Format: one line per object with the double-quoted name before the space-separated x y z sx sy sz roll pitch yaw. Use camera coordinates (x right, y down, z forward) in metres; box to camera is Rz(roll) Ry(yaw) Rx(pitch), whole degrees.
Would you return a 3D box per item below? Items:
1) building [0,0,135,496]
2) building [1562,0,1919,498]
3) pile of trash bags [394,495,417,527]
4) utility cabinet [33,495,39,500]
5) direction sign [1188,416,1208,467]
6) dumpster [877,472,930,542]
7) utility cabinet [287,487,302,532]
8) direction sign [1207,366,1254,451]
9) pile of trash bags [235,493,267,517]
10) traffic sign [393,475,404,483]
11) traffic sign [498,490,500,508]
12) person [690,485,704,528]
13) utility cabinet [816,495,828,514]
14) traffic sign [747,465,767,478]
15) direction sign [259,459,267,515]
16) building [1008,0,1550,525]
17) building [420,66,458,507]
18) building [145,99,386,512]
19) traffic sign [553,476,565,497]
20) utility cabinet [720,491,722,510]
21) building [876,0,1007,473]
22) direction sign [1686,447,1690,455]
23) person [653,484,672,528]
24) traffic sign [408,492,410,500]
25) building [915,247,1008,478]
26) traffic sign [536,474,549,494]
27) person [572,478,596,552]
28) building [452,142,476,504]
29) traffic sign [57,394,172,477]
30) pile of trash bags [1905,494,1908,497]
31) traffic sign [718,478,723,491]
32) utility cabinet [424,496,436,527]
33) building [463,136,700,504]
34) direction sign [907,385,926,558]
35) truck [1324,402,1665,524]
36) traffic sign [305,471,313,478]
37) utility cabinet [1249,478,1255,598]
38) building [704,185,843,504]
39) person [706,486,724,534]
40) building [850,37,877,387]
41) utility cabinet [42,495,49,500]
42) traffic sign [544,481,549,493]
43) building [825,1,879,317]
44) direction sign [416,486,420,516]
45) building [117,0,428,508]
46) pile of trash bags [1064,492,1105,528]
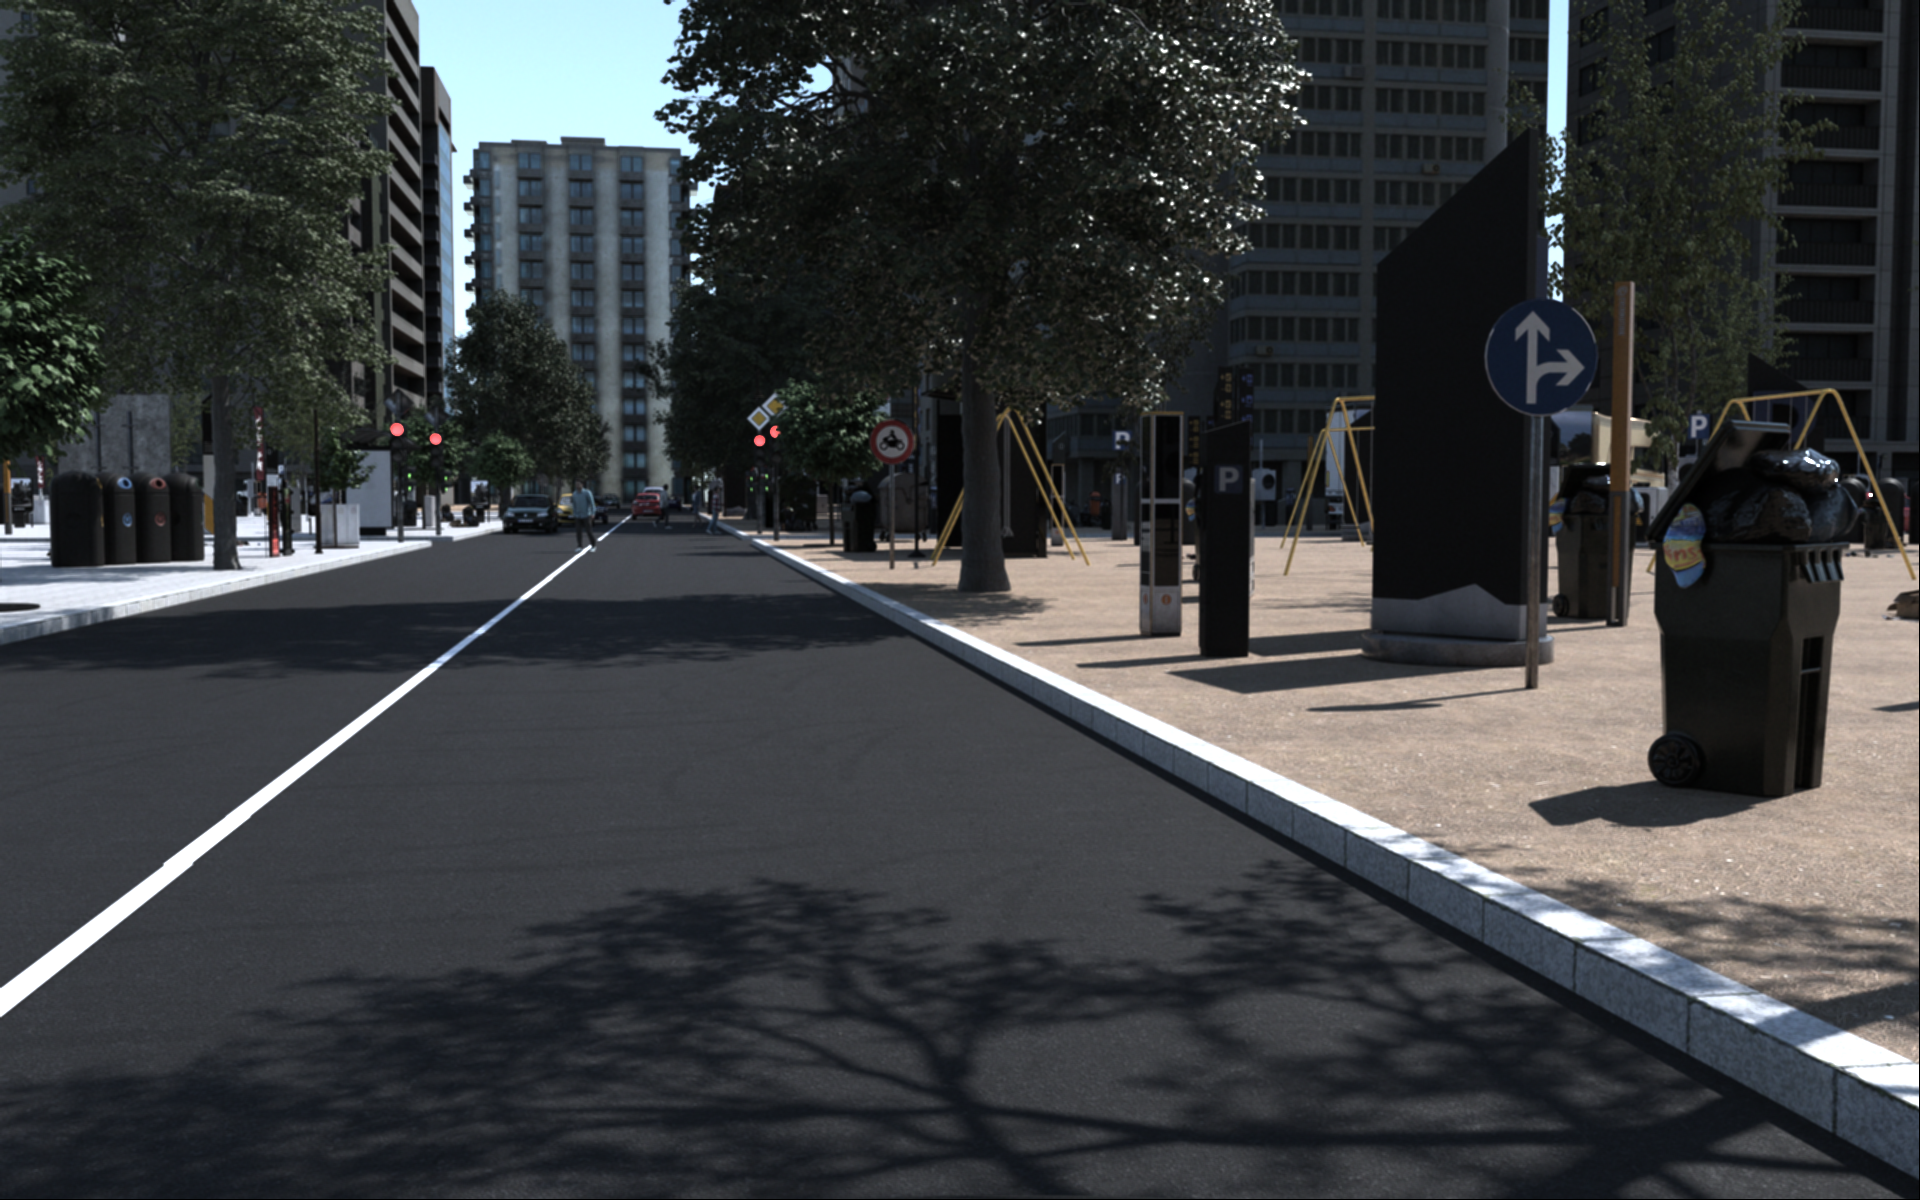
"building" -94.291 -38.278 167.845 28.212 58.520 21.231 -1 4 -10
"building" 46.068 -39.795 88.898 20.611 71.187 20.563 -1 4 -10
"pile of trash bags" -22.471 -3.593 68.493 1.912 1.369 3.447 -1 4 -14
"utility cabinet" -58.584 -6.003 109.308 0.306 1.237 1.020 1 4 20
"direction sign" 7.042 -3.561 50.226 0.876 3.537 0.379 1 4 10
"dumpster" -1.524 -2.529 47.110 1.264 1.857 1.865 -1 4 -10
"utility cabinet" -22.242 -3.009 57.872 0.318 1.500 1.173 -2 4 -28
"direction sign" 4.922 -2.384 30.970 0.876 3.537 0.379 -3 4 -37
"pile of trash bags" -41.282 -5.450 98.853 3.447 1.369 1.912 -3 5 -40
"traffic sign" -23.065 -4.294 71.393 0.795 2.450 0.064 0 4 -1
"traffic sign" -28.253 -6.484 106.125 0.768 2.556 0.104 0 4 -5
"person" -11.110 -3.960 73.273 0.654 1.822 0.581 -2 4 -26
"utility cabinet" -8.894 -6.028 109.721 1.020 1.237 0.306 -1 4 -23
"traffic sign" -6.721 -3.558 58.185 0.884 2.594 0.081 0 4 -3
"direction sign" -42.378 -6.955 105.718 0.876 3.537 0.379 1 4 15
"building" 15.725 -24.196 87.482 23.993 40.220 32.217 -1 4 -10
"building" -60.029 -32.274 177.789 14.200 45.320 14.600 -1 4 -10
"building" -51.939 -21.971 130.928 14.160 30.474 14.107 -1 4 -10
"traffic sign" -28.635 -7.562 123.649 0.884 2.594 0.081 0 4 -4
"utility cabinet" -17.366 -7.239 127.039 0.318 1.500 1.173 2 4 24
"building" -0.205 -28.261 145.660 14.154 41.232 14.086 -1 4 -10
"direction sign" 34.999 -5.588 83.354 0.379 3.537 0.876 1 4 15
"person" -12.382 -3.900 72.116 0.795 1.843 0.661 -2 4 -29
"traffic sign" -24.551 -4.711 77.125 0.768 2.556 0.104 0 4 -2
"building" 12.622 -16.854 120.598 27.650 21.520 28.899 -1 4 -10
"traffic sign" -26.057 -6.605 108.104 0.768 2.556 0.104 0 4 -4
"person" -9.296 -2.104 42.913 0.660 1.820 0.620 1 4 16
"building" -80.212 -39.260 231.137 27.495 52.752 28.713 -1 4 -10
"traffic sign" -17.259 -2.537 35.347 2.265 3.308 0.079 0 4 -2
"pile of trash bags" 36.772 -3.507 67.095 1.912 1.369 3.447 3 5 41
"traffic sign" -15.178 -6.639 110.684 0.606 2.300 0.079 0 4 -5
"utility cabinet" -20.726 -3.466 67.832 0.306 1.237 1.020 0 4 -6
"building" -50.827 -37.635 234.942 30.456 49.044 23.786 -1 4 -10
"direction sign" -0.879 -2.632 35.028 0.379 3.537 0.876 0 4 6
"truck" 17.341 -4.043 55.013 11.283 4.237 2.839 -1 4 -10
"traffic sign" -21.753 -3.596 58.796 0.884 2.594 0.081 -1 4 -10
"utility cabinet" 3.490 -0.784 21.491 0.318 1.500 1.173 1 4 12
"building" -20.977 -35.716 238.585 28.867 44.769 22.147 -1 4 -10
"person" -8.837 -3.245 62.399 0.643 1.720 0.563 -1 4 -10
"building" -2.422 -31.184 159.971 14.600 45.320 14.200 -1 4 -10
"utility cabinet" -47.602 -4.835 90.209 0.306 1.237 1.020 -2 4 -34
"traffic sign" -30.282 -7.703 126.057 0.768 2.556 0.104 0 4 -1
"building" 1.319 -36.225 181.512 28.713 52.752 27.495 -1 4 -10
"direction sign" -32.499 -6.822 103.532 0.876 3.537 0.379 1 4 22
"building" -58.227 -32.049 147.703 21.300 48.544 21.600 -1 4 -10
"pile of trash bags" 4.884 -3.490 66.816 1.912 1.369 3.447 -1 4 -9
